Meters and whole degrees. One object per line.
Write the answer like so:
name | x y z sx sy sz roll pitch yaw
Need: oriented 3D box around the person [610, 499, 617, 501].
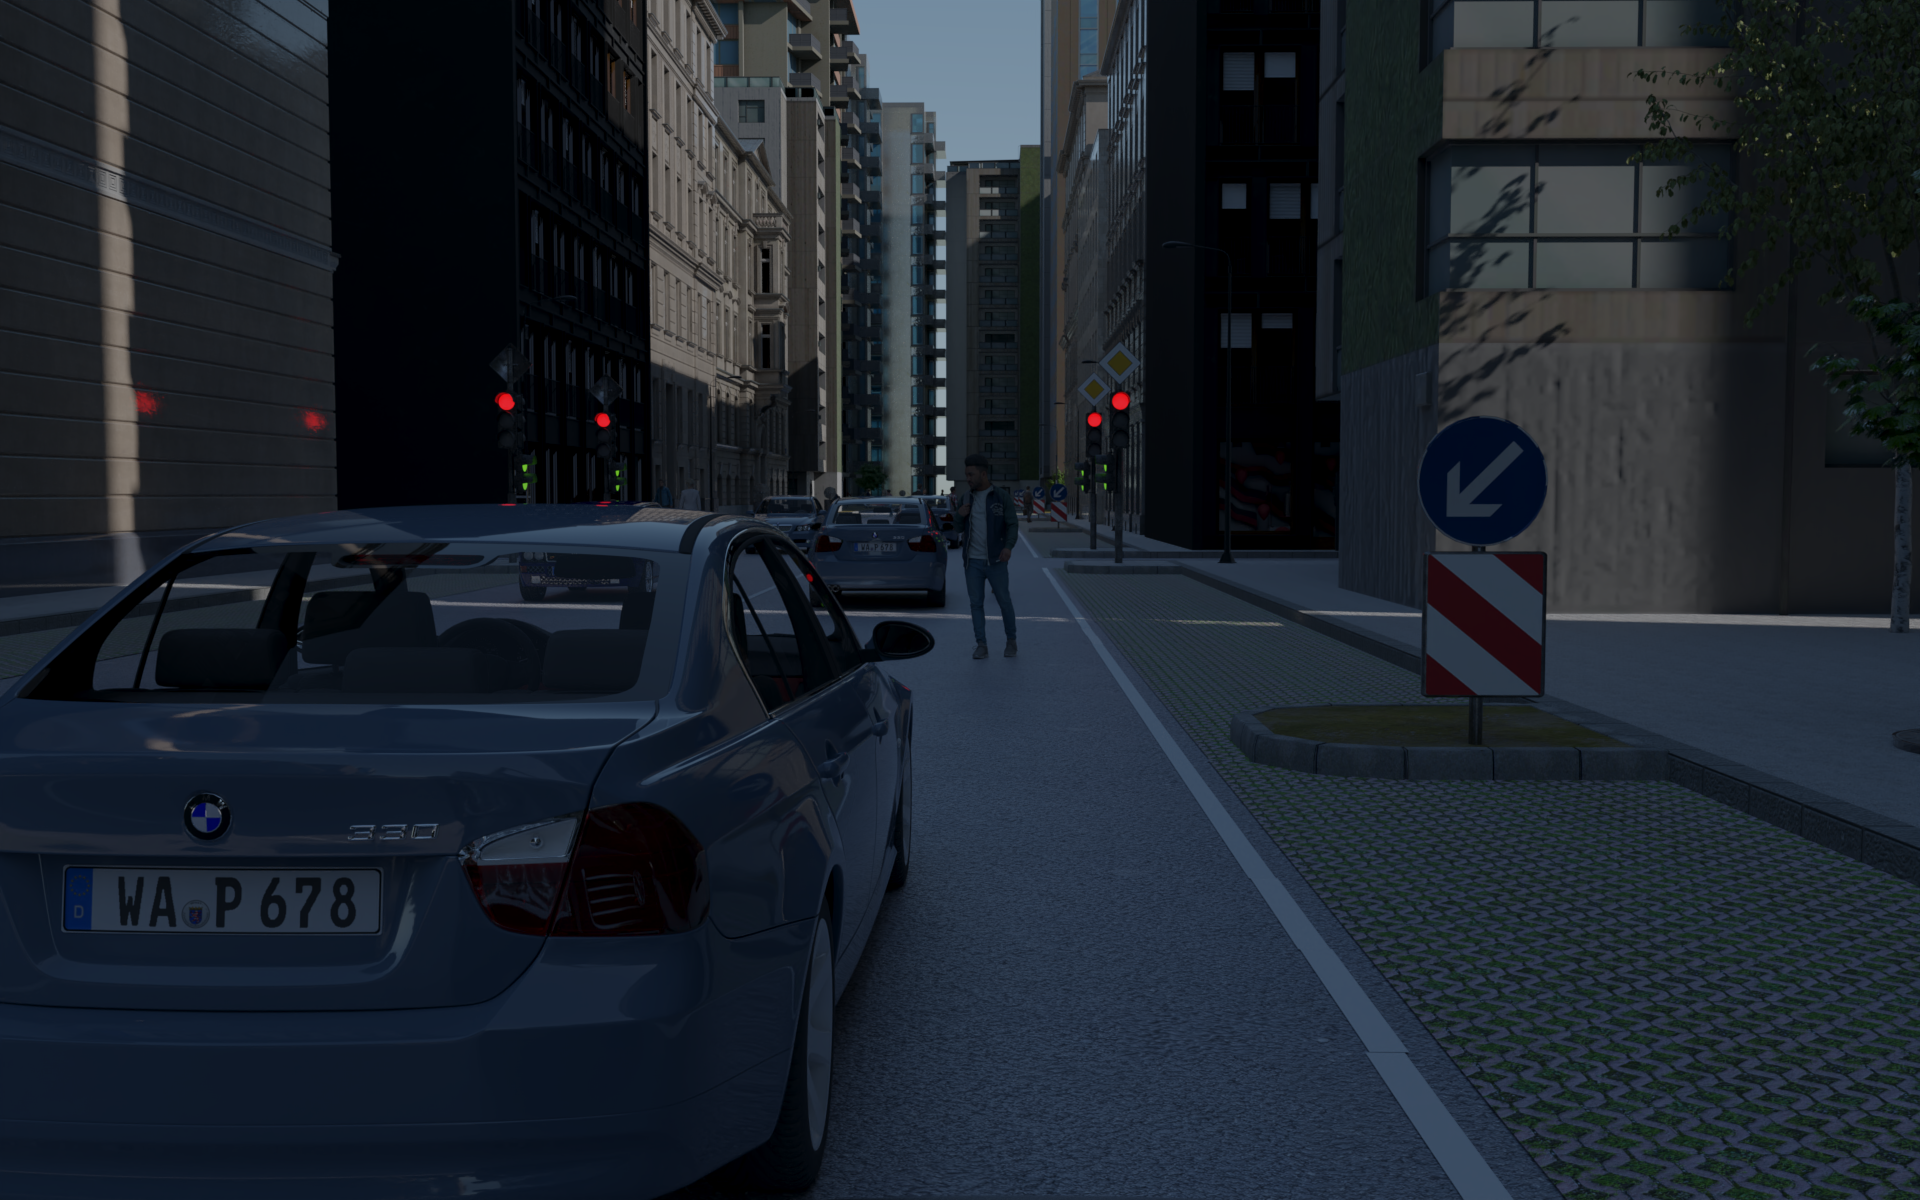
person | -8.594 -1.850 43.021 0.475 1.303 0.640 2 4 29

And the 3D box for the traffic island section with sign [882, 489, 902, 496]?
traffic island section with sign | -6.048 -8.192 142.560 1.989 1.847 2.006 0 4 1

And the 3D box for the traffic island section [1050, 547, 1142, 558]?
traffic island section | 3.111 -1.092 40.142 2.009 0.180 2.903 0 4 1

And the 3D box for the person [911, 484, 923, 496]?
person | -1.659 -3.726 69.190 0.659 1.850 0.755 3 4 36

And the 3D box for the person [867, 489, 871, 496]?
person | -8.134 -9.007 154.229 0.530 1.710 0.541 -1 4 -17

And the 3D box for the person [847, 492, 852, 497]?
person | -10.951 -9.864 167.280 1.348 1.831 0.705 -3 5 -39

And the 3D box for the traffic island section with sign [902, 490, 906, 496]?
traffic island section with sign | -5.568 -9.840 169.511 1.989 1.847 2.006 0 4 1

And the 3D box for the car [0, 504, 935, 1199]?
car | -1.101 0.436 4.881 2.014 1.417 4.499 0 4 2

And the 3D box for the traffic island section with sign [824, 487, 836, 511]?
traffic island section with sign | -6.949 -5.160 92.986 1.989 1.847 2.006 0 4 1

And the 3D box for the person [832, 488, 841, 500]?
person | -7.308 -5.625 100.816 0.721 1.781 0.623 0 4 4

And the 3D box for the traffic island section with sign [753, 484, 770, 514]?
traffic island section with sign | -7.451 -3.451 65.059 1.989 1.847 2.006 0 4 1

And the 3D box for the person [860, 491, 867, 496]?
person | -9.131 -9.819 167.365 1.217 1.735 0.721 0 4 6

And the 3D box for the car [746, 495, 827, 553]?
car | -4.245 -1.898 43.028 2.014 1.417 4.499 0 4 1

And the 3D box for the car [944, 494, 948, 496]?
car | -1.412 -10.230 177.487 2.015 1.641 3.980 0 4 3

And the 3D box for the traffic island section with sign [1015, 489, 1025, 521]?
traffic island section with sign | 4.056 -5.099 91.995 1.989 1.847 2.006 0 4 1

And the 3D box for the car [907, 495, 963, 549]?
car | -0.833 -2.126 46.761 2.014 1.417 4.499 0 4 2

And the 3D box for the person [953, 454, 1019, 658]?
person | 0.223 -0.387 15.169 0.623 1.781 0.721 1 4 12

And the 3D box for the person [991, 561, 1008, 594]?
person | 0.530 -0.721 24.965 0.362 1.253 0.373 0 4 2

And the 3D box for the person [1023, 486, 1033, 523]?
person | 3.392 -4.758 86.265 0.622 1.834 0.822 2 4 30

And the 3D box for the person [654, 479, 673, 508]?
person | -9.998 -3.178 58.345 0.601 1.785 0.444 2 4 24

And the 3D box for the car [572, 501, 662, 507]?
car | -5.012 -0.730 24.519 1.945 1.354 3.894 0 4 1

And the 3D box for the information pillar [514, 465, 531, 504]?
information pillar | -9.925 -2.131 39.331 0.304 2.012 0.304 0 4 0

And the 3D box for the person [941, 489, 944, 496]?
person | -1.400 -8.083 140.790 0.705 1.807 1.348 0 4 7

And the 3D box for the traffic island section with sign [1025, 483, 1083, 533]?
traffic island section with sign | 3.571 -3.451 65.044 1.989 1.847 2.006 0 4 1

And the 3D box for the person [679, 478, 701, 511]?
person | -6.984 -2.245 45.078 0.818 1.842 0.514 3 5 40

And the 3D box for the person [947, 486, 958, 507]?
person | -0.319 -3.383 64.643 0.563 1.720 0.643 3 5 42

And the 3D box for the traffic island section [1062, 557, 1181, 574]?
traffic island section | 2.966 -0.604 32.158 2.009 0.180 2.903 0 4 1

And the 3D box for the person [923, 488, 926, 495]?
person | -1.930 -5.090 92.470 0.760 1.731 0.466 -1 4 -15

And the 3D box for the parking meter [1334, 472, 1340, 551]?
parking meter | 8.622 -2.037 39.020 0.399 1.863 0.255 1 4 8

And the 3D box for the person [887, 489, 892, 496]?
person | -4.373 -6.055 108.344 0.643 1.720 0.563 -2 4 -29

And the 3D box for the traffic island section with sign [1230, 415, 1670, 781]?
traffic island section with sign | 2.555 -0.057 9.558 1.989 1.847 2.006 0 4 1

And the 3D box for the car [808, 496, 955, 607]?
car | -1.050 -0.687 23.234 2.014 1.417 4.499 0 4 0
